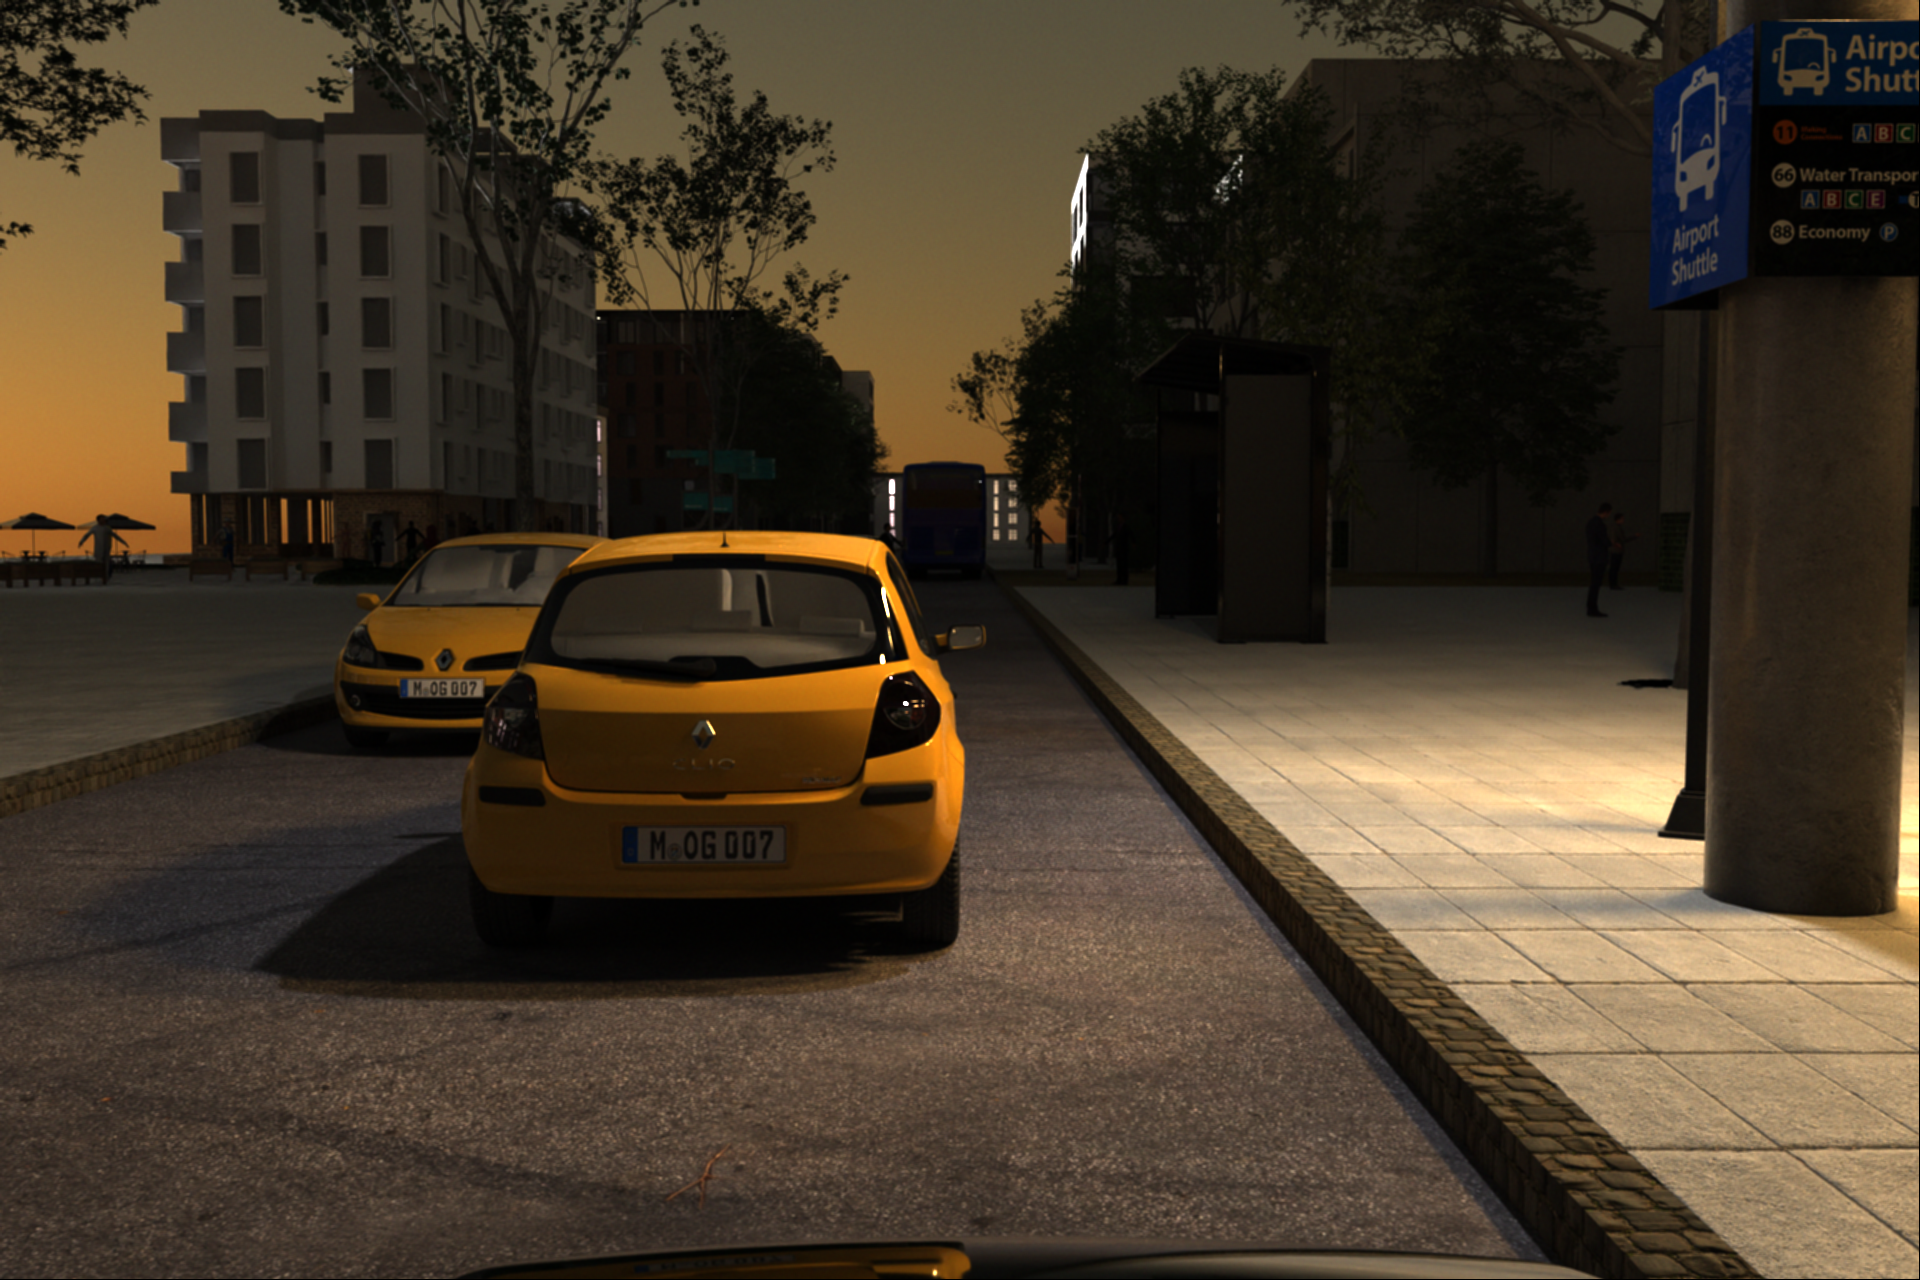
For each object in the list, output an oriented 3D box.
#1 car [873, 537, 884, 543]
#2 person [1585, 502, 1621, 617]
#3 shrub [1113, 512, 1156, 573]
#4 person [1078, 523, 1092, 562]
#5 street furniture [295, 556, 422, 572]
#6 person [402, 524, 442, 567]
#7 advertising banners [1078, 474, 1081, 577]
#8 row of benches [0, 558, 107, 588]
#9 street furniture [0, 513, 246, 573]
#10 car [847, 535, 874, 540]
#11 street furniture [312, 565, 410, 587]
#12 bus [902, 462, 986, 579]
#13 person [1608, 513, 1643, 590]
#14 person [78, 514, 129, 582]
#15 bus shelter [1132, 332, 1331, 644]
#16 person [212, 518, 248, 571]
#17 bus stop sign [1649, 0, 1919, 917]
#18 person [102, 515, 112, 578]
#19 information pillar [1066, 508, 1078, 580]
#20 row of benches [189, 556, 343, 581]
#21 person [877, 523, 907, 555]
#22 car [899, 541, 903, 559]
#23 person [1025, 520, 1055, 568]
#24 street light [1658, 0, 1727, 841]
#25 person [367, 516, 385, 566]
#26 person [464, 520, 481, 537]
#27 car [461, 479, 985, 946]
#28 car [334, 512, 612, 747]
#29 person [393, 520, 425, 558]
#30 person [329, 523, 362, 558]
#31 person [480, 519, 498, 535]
[{"bbox_3d":[-3.641,-3.496,69.741,1.945,1.354,3.894,0,3,0],"label":"car"},{"bbox_3d":[10.010,-1.250,26.935,0.568,1.767,0.683,0,4,-4],"label":"person"},{"bbox_3d":[5.909,-3.260,57.345,1.661,2.075,1.752,0,3,0],"label":"shrub"},{"bbox_3d":[5.534,-4.526,80.457,1.216,1.772,0.721,2,4,27],"label":"person"},{"bbox_3d":[-17.427,-2.703,59.819,10.072,0.657,5.734,1,4,18],"label":"street furniture"},{"bbox_3d":[-8.214,-1.089,27.014,0.989,1.438,0.599,0,4,-3],"label":"person"},{"bbox_3d":[3.511,-3.388,51.579,0.090,3.025,2.074,0,4,1],"label":"advertising banners"},{"bbox_3d":[-22.603,-1.647,42.385,1.422,0.672,4.104,1,4,19],"label":"row of benches"},{"bbox_3d":[-34.500,-3.004,54.140,14.083,1.986,27.439,1,4,13],"label":"street furniture"},{"bbox_3d":[-3.260,-2.458,52.195,2.014,1.417,4.499,0,4,-1],"label":"car"},{"bbox_3d":[-10.930,-1.750,44.241,10.072,0.657,5.734,1,4,12],"label":"street furniture"},{"bbox_3d":[-0.510,-4.051,57.784,2.896,3.916,12.251,0,4,0],"label":"bus"},{"bbox_3d":[15.313,-2.038,39.899,0.750,1.759,0.617,1,4,16],"label":"person"},{"bbox_3d":[-22.964,-2.458,46.381,0.705,1.806,1.347,3,4,37],"label":"person"},{"bbox_3d":[3.505,-1.958,23.295,1.731,3.624,6.357,0,4,-1],"label":"bus shelter"},{"bbox_3d":[-25.163,-3.285,59.569,0.705,1.847,1.347,2,4,33],"label":"person"},{"bbox_3d":[2.956,-1.038,5.989,0.837,3.901,0.837,0,4,0],"label":"bus stop sign"},{"bbox_3d":[-25.025,-2.733,50.651,0.705,1.833,1.349,-1,4,-13],"label":"person"},{"bbox_3d":[3.110,-2.670,48.147,0.304,2.012,0.304,0,4,-2],"label":"information pillar"},{"bbox_3d":[-19.294,-1.989,47.977,4.104,0.672,1.422,-2,4,-24],"label":"row of benches"},{"bbox_3d":[-1.948,-2.392,48.285,1.216,1.740,0.721,-3,5,-44],"label":"person"},{"bbox_3d":[-2.474,-5.471,99.241,2.009,1.686,4.222,0,3,0],"label":"car"},{"bbox_3d":[2.964,-3.607,65.245,1.348,1.796,0.705,3,5,40],"label":"person"},{"bbox_3d":[3.684,-2.119,7.192,1.470,5.913,1.316,0,4,0],"label":"street light"},{"bbox_3d":[-18.269,-2.974,54.401,0.705,1.856,1.354,-2,4,-26],"label":"person"},{"bbox_3d":[-19.045,-3.799,68.052,1.347,1.837,0.705,1,4,23],"label":"person"},{"bbox_3d":[-0.874,0.168,7.470,2.015,1.641,3.980,0,4,-2],"label":"car"},{"bbox_3d":[-3.280,-0.163,12.881,2.015,1.641,3.980,0,4,0],"label":"car"},{"bbox_3d":[-21.306,-3.734,67.237,1.347,1.806,0.705,-3,4,-36],"label":"person"},{"bbox_3d":[-23.982,-3.720,67.622,1.217,1.733,0.721,-1,4,-11],"label":"person"},{"bbox_3d":[-17.900,-3.689,66.082,0.705,1.858,1.354,3,4,36],"label":"person"}]
